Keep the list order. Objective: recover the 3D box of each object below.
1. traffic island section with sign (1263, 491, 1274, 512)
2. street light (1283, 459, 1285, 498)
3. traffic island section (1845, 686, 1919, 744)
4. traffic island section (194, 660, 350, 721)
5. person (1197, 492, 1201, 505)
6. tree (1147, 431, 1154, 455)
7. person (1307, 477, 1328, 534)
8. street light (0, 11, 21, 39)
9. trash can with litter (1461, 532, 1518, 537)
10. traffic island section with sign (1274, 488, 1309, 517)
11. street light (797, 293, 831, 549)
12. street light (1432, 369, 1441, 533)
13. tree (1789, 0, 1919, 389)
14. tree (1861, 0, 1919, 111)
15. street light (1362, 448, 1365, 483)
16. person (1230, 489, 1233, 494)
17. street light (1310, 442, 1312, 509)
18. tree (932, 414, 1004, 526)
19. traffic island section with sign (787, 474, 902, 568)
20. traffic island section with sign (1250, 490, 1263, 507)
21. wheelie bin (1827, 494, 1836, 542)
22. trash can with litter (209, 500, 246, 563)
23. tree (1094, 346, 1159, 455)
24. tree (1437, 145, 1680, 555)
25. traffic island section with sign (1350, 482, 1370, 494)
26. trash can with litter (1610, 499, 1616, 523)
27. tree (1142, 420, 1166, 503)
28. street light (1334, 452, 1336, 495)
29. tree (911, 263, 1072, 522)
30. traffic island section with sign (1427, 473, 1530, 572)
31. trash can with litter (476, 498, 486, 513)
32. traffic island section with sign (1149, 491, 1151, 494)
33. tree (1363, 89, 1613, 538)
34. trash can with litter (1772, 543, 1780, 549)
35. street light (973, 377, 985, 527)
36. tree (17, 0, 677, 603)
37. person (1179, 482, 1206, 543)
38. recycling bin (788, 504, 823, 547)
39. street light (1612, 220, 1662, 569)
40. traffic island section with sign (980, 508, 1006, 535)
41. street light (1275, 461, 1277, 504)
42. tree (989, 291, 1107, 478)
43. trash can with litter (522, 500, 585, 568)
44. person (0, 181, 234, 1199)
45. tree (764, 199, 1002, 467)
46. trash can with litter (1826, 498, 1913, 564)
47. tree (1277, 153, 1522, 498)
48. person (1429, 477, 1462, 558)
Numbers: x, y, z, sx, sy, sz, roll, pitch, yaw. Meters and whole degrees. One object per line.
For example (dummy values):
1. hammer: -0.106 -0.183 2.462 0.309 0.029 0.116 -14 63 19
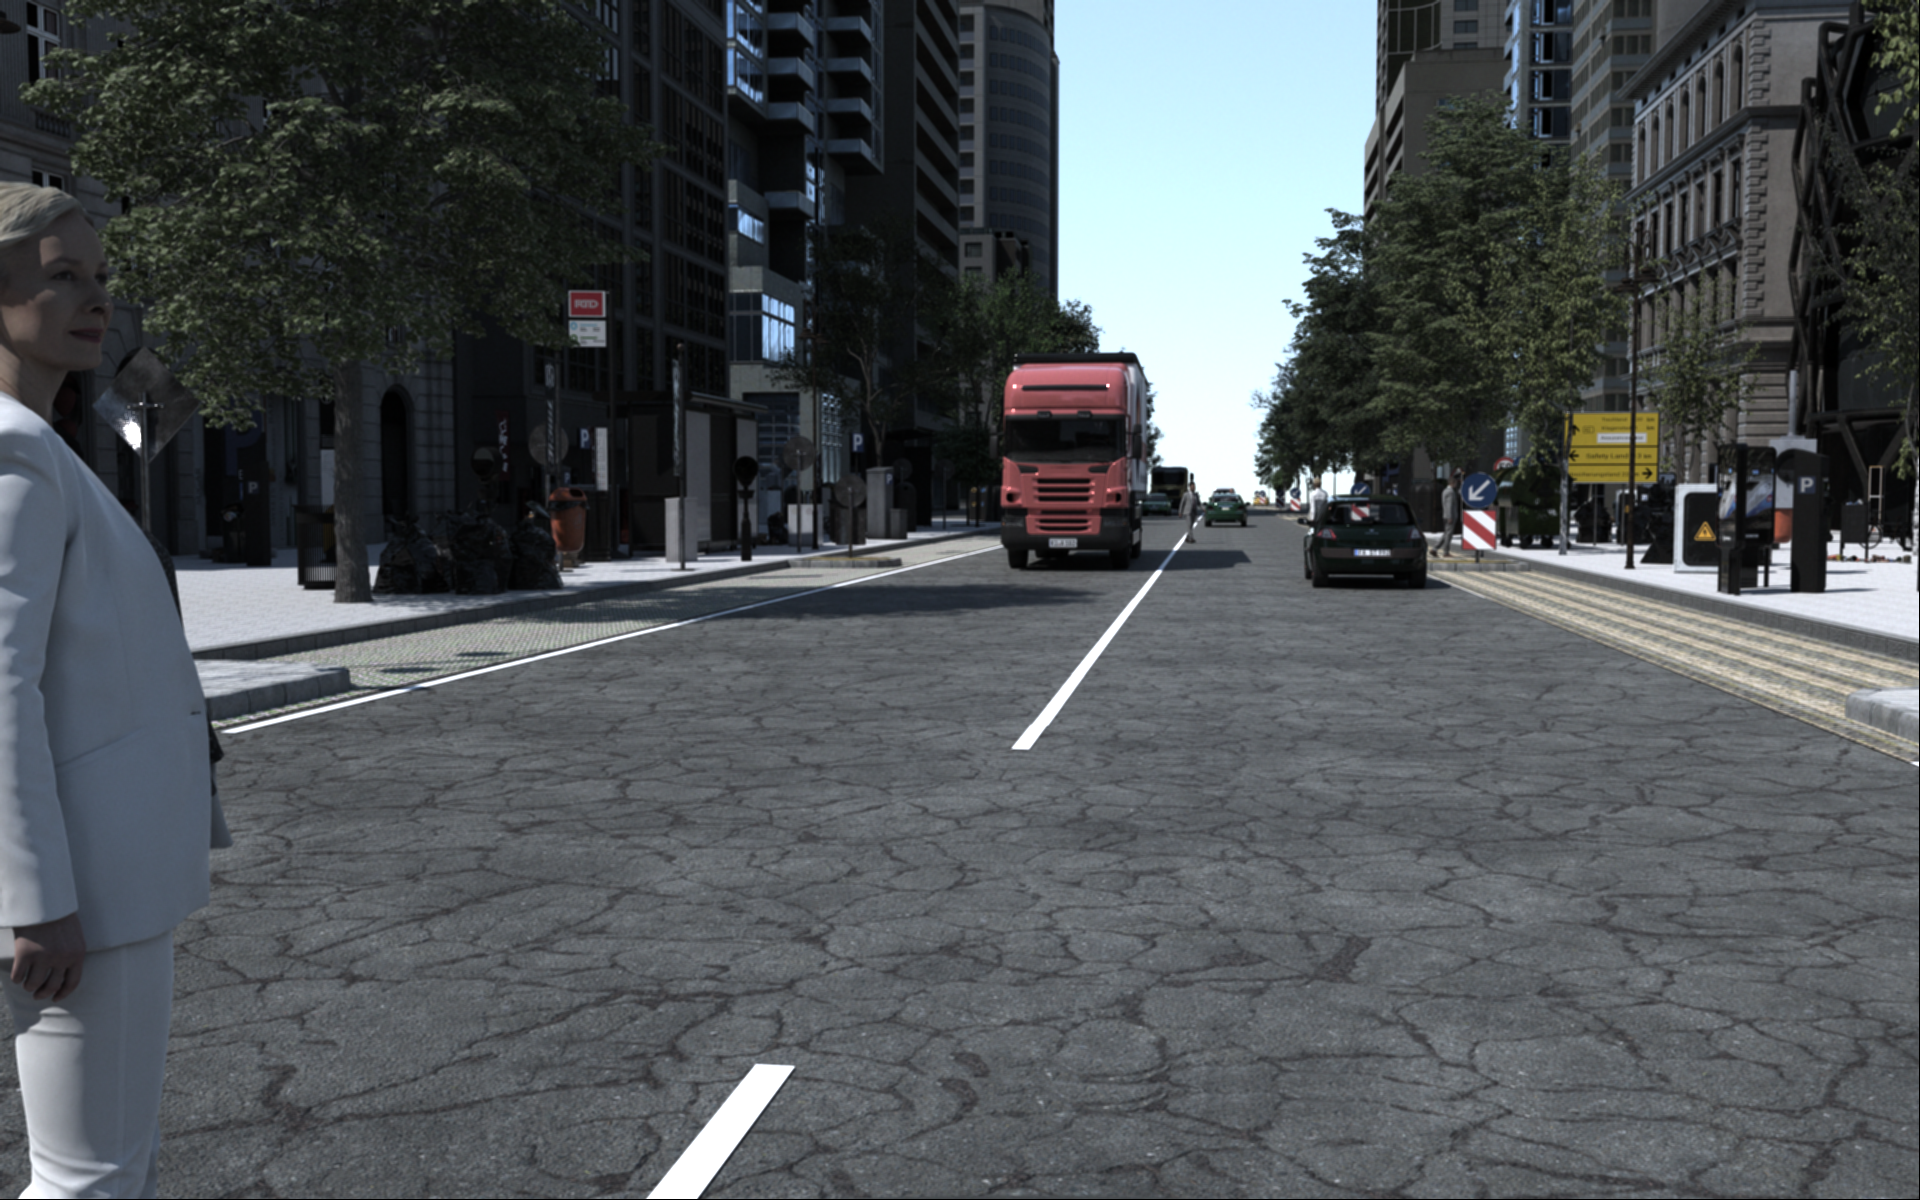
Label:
1. traffic island section with sign: 24.960 -7.773 135.715 1.989 1.847 2.006 1 4 8
2. street light: 35.114 -13.158 187.921 0.468 5.910 1.993 1 4 8
3. traffic island section: 6.505 0.748 10.046 2.009 0.180 2.903 1 4 8
4. traffic island section: -5.553 0.638 11.845 2.009 0.180 2.903 1 4 8
5. person: 31.336 -13.366 227.569 0.750 1.759 0.617 0 4 -8
6. tree: 16.146 -15.352 176.762 9.928 11.665 9.643 0 3 0
7. person: 7.832 -1.775 37.749 0.478 1.798 0.641 0 4 -7
8. street light: -7.450 -2.427 12.464 0.468 5.910 1.993 1 4 8
9. trash can with litter: 15.902 -2.496 51.867 2.233 1.210 1.678 -1 4 -14
10. traffic island section with sign: 20.970 -6.140 109.012 1.989 1.847 2.006 1 4 8
11. street light: -3.355 -4.111 39.995 0.468 5.910 1.993 1 4 8
12. street light: 15.472 -5.109 56.312 0.468 5.910 1.993 1 4 8
13. tree: 14.318 -4.549 24.734 4.360 8.622 3.978 0 3 0
14. tree: 9.449 -3.939 14.766 4.737 8.622 4.395 0 3 0
15. street light: 19.489 -6.779 83.623 0.468 5.910 1.993 1 4 8
16. person: 16.073 -5.736 102.830 0.434 1.755 0.990 -1 4 -14
17. street light: 26.783 -9.740 132.038 0.468 5.910 1.993 1 4 8
18. tree: 0.394 -5.280 70.040 4.285 4.588 4.351 0 3 0
19. traffic island section with sign: -2.213 -1.563 34.177 1.989 1.847 2.006 1 4 8
20. traffic island section with sign: 33.076 -11.099 190.102 1.989 1.847 2.006 1 4 8
21. wheelie bin: 22.986 -2.357 46.453 0.693 1.594 0.980 0 4 -7
22. trash can with litter: -13.638 -1.275 32.238 1.055 1.170 0.624 3 4 37
23. tree: 12.357 -14.822 149.002 9.857 13.997 8.962 0 3 0
24. tree: 12.540 -5.266 36.462 4.737 8.622 4.395 0 3 0
25. traffic island section with sign: 13.555 -3.106 59.404 1.989 1.847 2.006 1 4 8
26. trash can with litter: 28.770 -3.941 75.821 1.055 1.170 0.624 -2 4 -34
27. tree: 14.495 -13.791 159.901 8.767 10.594 7.601 0 4 -6
28. street light: 22.799 -8.105 105.299 0.468 5.910 1.993 1 4 8
29. tree: 1.332 -9.380 79.110 9.928 11.665 9.643 0 3 0
30. traffic island section with sign: 9.571 -1.473 32.704 1.989 1.847 2.006 1 4 8
31. trash can with litter: -11.245 -1.879 41.775 1.678 1.210 2.233 1 4 9
32. traffic island section with sign: 21.424 -11.243 192.456 1.989 1.847 2.006 1 4 8
33. tree: 14.978 -8.023 49.298 7.486 12.596 7.792 0 3 0
34. trash can with litter: 18.762 -1.772 40.353 0.624 1.170 1.055 1 4 13
35. street light: 0.667 -5.746 66.729 0.468 5.910 1.993 1 4 8
36. tree: -6.842 -6.228 19.963 7.486 12.596 7.792 0 3 0
37. person: 6.767 -2.564 50.703 0.678 1.792 0.850 -1 4 -23
38. recycling bin: -3.797 -1.839 42.619 0.722 1.027 0.722 1 4 10
39. street light: 11.505 -3.473 29.570 0.468 5.910 1.993 1 4 8
40. traffic island section with sign: 1.807 -3.213 61.162 1.989 1.847 2.006 1 4 8
41. street light: 39.231 -14.803 214.820 0.468 5.910 1.993 1 4 8
42. tree: 5.415 -11.062 97.877 9.611 12.733 9.660 0 3 0
43. trash can with litter: -7.066 -1.148 30.159 1.055 1.170 0.624 0 4 8
44. person: -1.266 0.372 2.293 0.514 1.842 0.818 2 4 35
45. tree: -2.307 -7.323 54.145 8.767 10.594 7.601 2 4 30
46. trash can with litter: 17.177 -1.320 32.639 1.678 1.210 2.233 -2 4 -32
47. tree: 17.185 -9.797 66.836 9.857 13.997 8.962 0 3 0
48. person: 10.985 -1.849 38.845 0.853 1.813 0.709 0 4 -2
